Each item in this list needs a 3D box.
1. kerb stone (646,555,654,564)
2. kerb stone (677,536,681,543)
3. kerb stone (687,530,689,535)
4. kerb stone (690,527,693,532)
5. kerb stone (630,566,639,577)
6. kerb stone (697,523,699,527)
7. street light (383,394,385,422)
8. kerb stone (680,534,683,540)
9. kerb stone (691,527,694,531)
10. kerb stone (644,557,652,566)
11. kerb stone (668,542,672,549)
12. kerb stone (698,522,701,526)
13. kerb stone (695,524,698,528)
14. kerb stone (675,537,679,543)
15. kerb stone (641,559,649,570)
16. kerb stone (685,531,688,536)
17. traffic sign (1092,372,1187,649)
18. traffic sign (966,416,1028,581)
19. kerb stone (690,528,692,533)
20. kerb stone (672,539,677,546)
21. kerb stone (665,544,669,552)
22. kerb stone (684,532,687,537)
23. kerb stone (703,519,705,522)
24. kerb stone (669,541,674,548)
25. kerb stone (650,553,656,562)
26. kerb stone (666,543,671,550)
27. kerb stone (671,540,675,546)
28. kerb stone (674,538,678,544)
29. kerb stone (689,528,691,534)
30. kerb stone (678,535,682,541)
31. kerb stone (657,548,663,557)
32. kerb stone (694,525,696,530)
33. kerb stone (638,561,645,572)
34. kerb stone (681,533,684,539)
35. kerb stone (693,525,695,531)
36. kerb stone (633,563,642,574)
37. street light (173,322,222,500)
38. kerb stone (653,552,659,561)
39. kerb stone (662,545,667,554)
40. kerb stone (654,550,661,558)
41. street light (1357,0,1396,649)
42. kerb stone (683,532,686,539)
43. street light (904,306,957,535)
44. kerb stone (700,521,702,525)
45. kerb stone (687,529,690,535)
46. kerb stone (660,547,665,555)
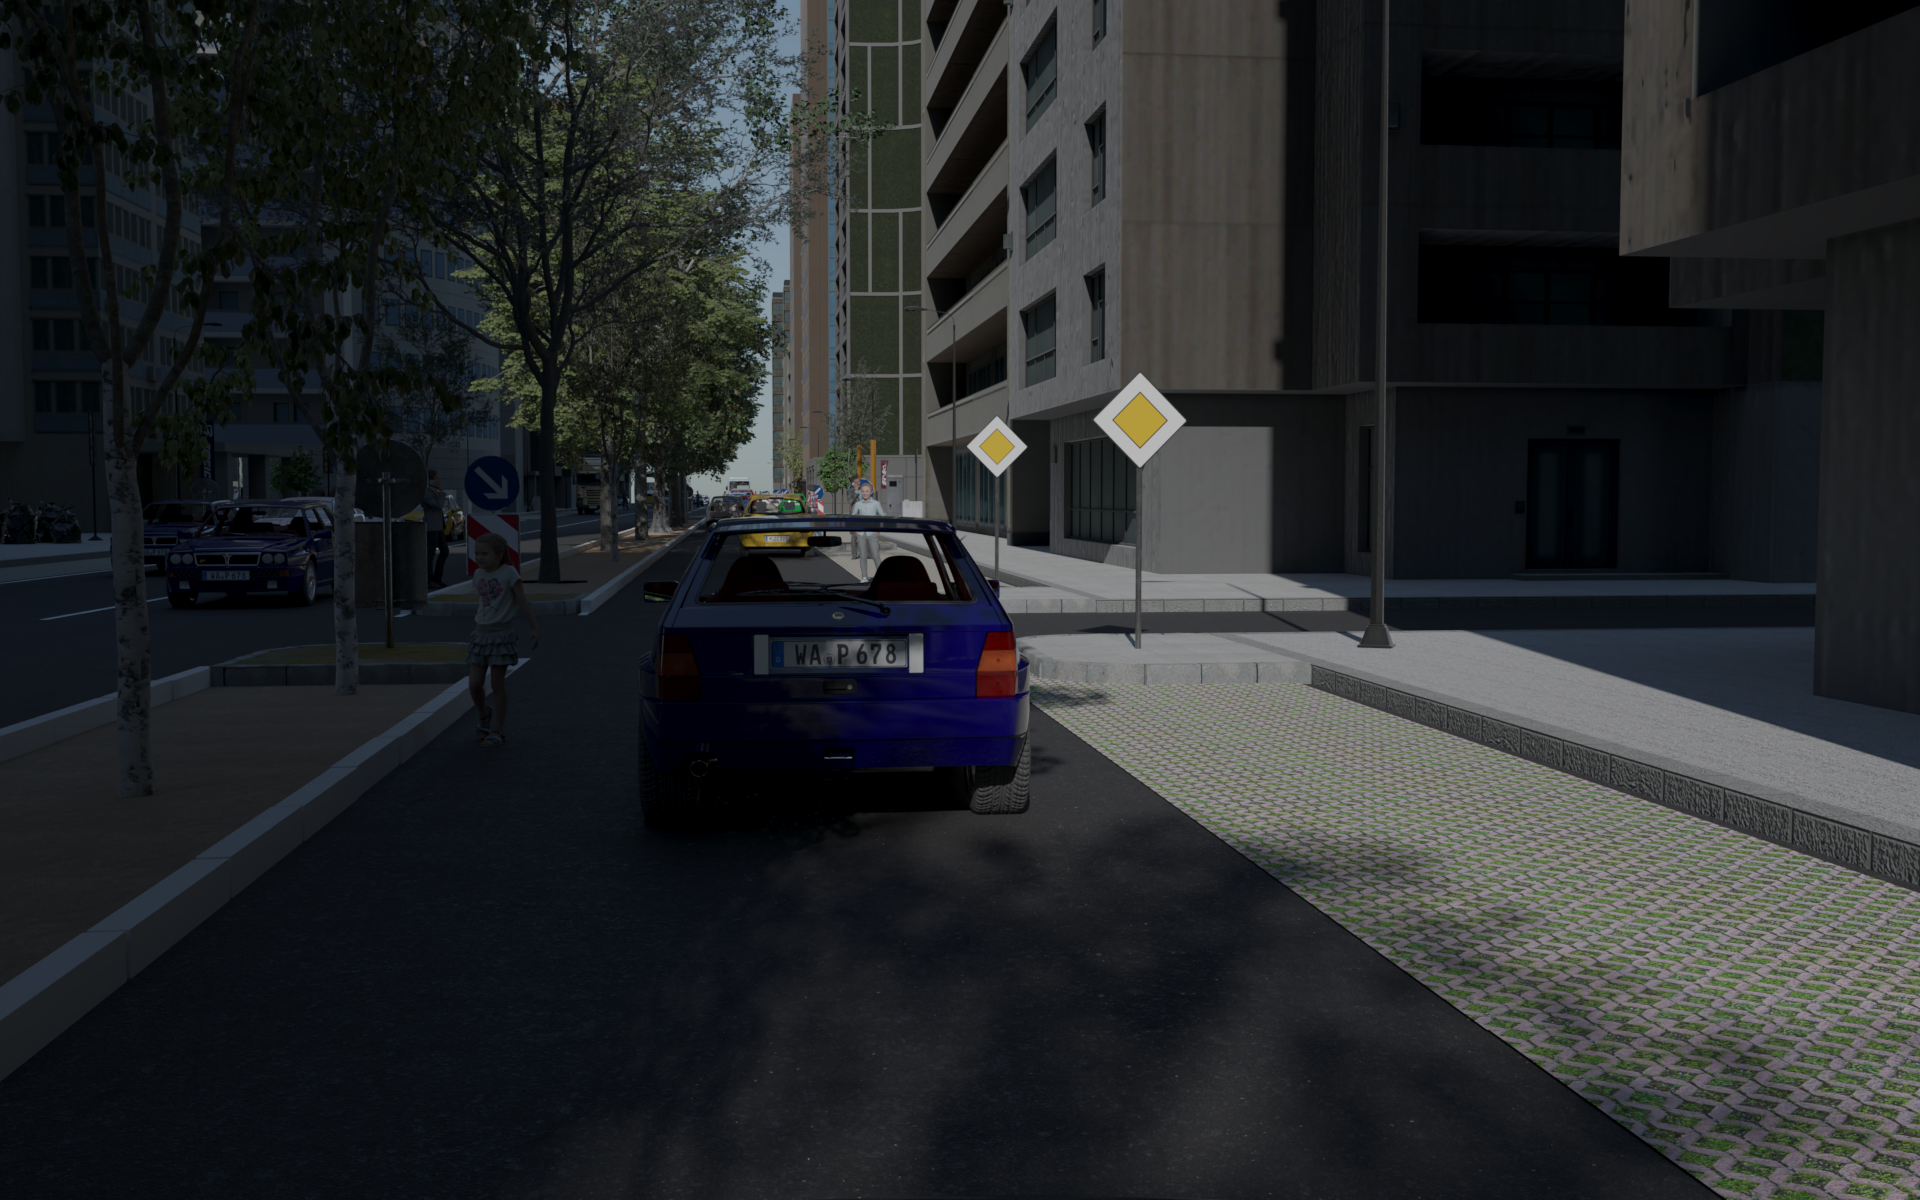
[{"bbox_3d":[-6.251,-0.759,34.599,0.120,0.150,1.000,0,4,-7],"label":"kerb stone"},{"bbox_3d":[-8.190,-1.692,49.856,0.120,0.150,1.000,0,4,-7],"label":"kerb stone"},{"bbox_3d":[-9.220,-2.190,58.003,0.120,0.150,1.000,0,4,-7],"label":"kerb stone"},{"bbox_3d":[-9.737,-2.437,62.067,0.120,0.150,1.000,0,4,-7],"label":"kerb stone"},{"bbox_3d":[-5.612,-0.448,29.527,0.120,0.150,1.000,0,4,-7],"label":"kerb stone"},{"bbox_3d":[-10.769,-2.936,70.206,0.120,0.150,1.000,0,4,-7],"label":"kerb stone"},{"bbox_3d":[-24.044,-6.208,74.034,1.470,5.913,1.316,0,4,-7],"label":"street light"},{"bbox_3d":[-8.439,-1.814,51.890,0.120,0.150,1.000,0,4,-7],"label":"kerb stone"},{"bbox_3d":[-9.864,-2.501,63.081,0.120,0.150,1.000,0,4,-7],"label":"kerb stone"},{"bbox_3d":[-6.116,-0.697,33.586,0.120,0.150,1.000,0,4,-7],"label":"kerb stone"},{"bbox_3d":[-7.410,-1.318,43.752,0.120,0.150,1.000,0,4,-7],"label":"kerb stone"},{"bbox_3d":[-11.151,-3.119,73.250,0.120,0.150,1.000,0,4,-7],"label":"kerb stone"},{"bbox_3d":[-10.502,-2.811,68.172,0.120,0.150,1.000,0,4,-7],"label":"kerb stone"},{"bbox_3d":[-8.063,-1.627,48.842,0.120,0.150,1.000,0,4,-7],"label":"kerb stone"},{"bbox_3d":[-5.992,-0.629,32.571,0.120,0.150,1.000,0,4,-7],"label":"kerb stone"},{"bbox_3d":[-8.955,-2.066,55.967,0.120,0.150,1.000,0,4,-7],"label":"kerb stone"},{"bbox_3d":[1.475,-0.652,14.308,0.795,2.450,0.064,0,4,-7],"label":"traffic sign"},{"bbox_3d":[0.470,-1.137,22.230,0.795,2.450,0.064,0,4,-7],"label":"traffic sign"},{"bbox_3d":[-9.603,-2.375,61.049,0.120,0.150,1.000,0,4,-7],"label":"kerb stone"},{"bbox_3d":[-7.798,-1.504,46.803,0.120,0.150,1.000,0,4,-7],"label":"kerb stone"},{"bbox_3d":[-7.154,-1.194,41.721,0.120,0.150,1.000,0,4,-7],"label":"kerb stone"},{"bbox_3d":[-8.832,-2.003,54.945,0.120,0.150,1.000,0,4,-7],"label":"kerb stone"},{"bbox_3d":[-12.183,-3.620,81.374,0.120,0.150,1.000,0,4,-7],"label":"kerb stone"},{"bbox_3d":[-7.538,-1.381,44.769,0.120,0.150,1.000,0,4,-7],"label":"kerb stone"},{"bbox_3d":[-6.387,-0.821,35.618,0.120,0.150,1.000,0,4,-7],"label":"kerb stone"},{"bbox_3d":[-7.285,-1.252,42.738,0.120,0.150,1.000,0,4,-7],"label":"kerb stone"},{"bbox_3d":[-7.672,-1.443,45.789,0.120,0.150,1.000,0,4,-7],"label":"kerb stone"},{"bbox_3d":[-7.928,-1.567,47.824,0.120,0.150,1.000,0,4,-7],"label":"kerb stone"},{"bbox_3d":[-9.471,-2.314,60.036,0.120,0.150,1.000,0,4,-7],"label":"kerb stone"},{"bbox_3d":[-8.313,-1.750,50.872,0.120,0.150,1.000,0,4,-7],"label":"kerb stone"},{"bbox_3d":[-6.771,-1.006,38.667,0.120,0.150,1.000,0,4,-7],"label":"kerb stone"},{"bbox_3d":[-10.248,-2.687,66.133,0.120,0.150,1.000,0,4,-7],"label":"kerb stone"},{"bbox_3d":[-5.866,-0.573,31.557,0.120,0.150,1.000,0,4,-7],"label":"kerb stone"},{"bbox_3d":[-8.572,-1.878,52.903,0.120,0.150,1.000,0,4,-7],"label":"kerb stone"},{"bbox_3d":[-10.117,-2.624,65.116,0.120,0.150,1.000,0,4,-7],"label":"kerb stone"},{"bbox_3d":[-5.735,-0.511,30.543,0.120,0.150,1.000,0,4,-7],"label":"kerb stone"},{"bbox_3d":[-20.565,-4.538,46.736,1.470,5.913,1.316,0,4,-7],"label":"street light"},{"bbox_3d":[-6.515,-0.877,36.633,0.120,0.150,1.000,0,4,-7],"label":"kerb stone"},{"bbox_3d":[-7.021,-1.132,40.696,0.120,0.150,1.000,0,4,-7],"label":"kerb stone"},{"bbox_3d":[-6.632,-0.945,37.654,0.120,0.150,1.000,0,4,-7],"label":"kerb stone"},{"bbox_3d":[2.958,-2.554,14.293,1.470,5.913,1.316,0,4,-7],"label":"street light"},{"bbox_3d":[-8.700,-1.940,53.917,0.120,0.150,1.000,0,4,-7],"label":"kerb stone"},{"bbox_3d":[-0.682,-4.312,43.049,1.470,5.913,1.316,0,4,-7],"label":"street light"},{"bbox_3d":[-11.407,-3.246,75.278,0.120,0.150,1.000,0,4,-7],"label":"kerb stone"},{"bbox_3d":[-9.346,-2.247,59.021,0.120,0.150,1.000,0,4,-7],"label":"kerb stone"},{"bbox_3d":[-6.891,-1.069,39.682,0.120,0.150,1.000,0,4,-7],"label":"kerb stone"}]
